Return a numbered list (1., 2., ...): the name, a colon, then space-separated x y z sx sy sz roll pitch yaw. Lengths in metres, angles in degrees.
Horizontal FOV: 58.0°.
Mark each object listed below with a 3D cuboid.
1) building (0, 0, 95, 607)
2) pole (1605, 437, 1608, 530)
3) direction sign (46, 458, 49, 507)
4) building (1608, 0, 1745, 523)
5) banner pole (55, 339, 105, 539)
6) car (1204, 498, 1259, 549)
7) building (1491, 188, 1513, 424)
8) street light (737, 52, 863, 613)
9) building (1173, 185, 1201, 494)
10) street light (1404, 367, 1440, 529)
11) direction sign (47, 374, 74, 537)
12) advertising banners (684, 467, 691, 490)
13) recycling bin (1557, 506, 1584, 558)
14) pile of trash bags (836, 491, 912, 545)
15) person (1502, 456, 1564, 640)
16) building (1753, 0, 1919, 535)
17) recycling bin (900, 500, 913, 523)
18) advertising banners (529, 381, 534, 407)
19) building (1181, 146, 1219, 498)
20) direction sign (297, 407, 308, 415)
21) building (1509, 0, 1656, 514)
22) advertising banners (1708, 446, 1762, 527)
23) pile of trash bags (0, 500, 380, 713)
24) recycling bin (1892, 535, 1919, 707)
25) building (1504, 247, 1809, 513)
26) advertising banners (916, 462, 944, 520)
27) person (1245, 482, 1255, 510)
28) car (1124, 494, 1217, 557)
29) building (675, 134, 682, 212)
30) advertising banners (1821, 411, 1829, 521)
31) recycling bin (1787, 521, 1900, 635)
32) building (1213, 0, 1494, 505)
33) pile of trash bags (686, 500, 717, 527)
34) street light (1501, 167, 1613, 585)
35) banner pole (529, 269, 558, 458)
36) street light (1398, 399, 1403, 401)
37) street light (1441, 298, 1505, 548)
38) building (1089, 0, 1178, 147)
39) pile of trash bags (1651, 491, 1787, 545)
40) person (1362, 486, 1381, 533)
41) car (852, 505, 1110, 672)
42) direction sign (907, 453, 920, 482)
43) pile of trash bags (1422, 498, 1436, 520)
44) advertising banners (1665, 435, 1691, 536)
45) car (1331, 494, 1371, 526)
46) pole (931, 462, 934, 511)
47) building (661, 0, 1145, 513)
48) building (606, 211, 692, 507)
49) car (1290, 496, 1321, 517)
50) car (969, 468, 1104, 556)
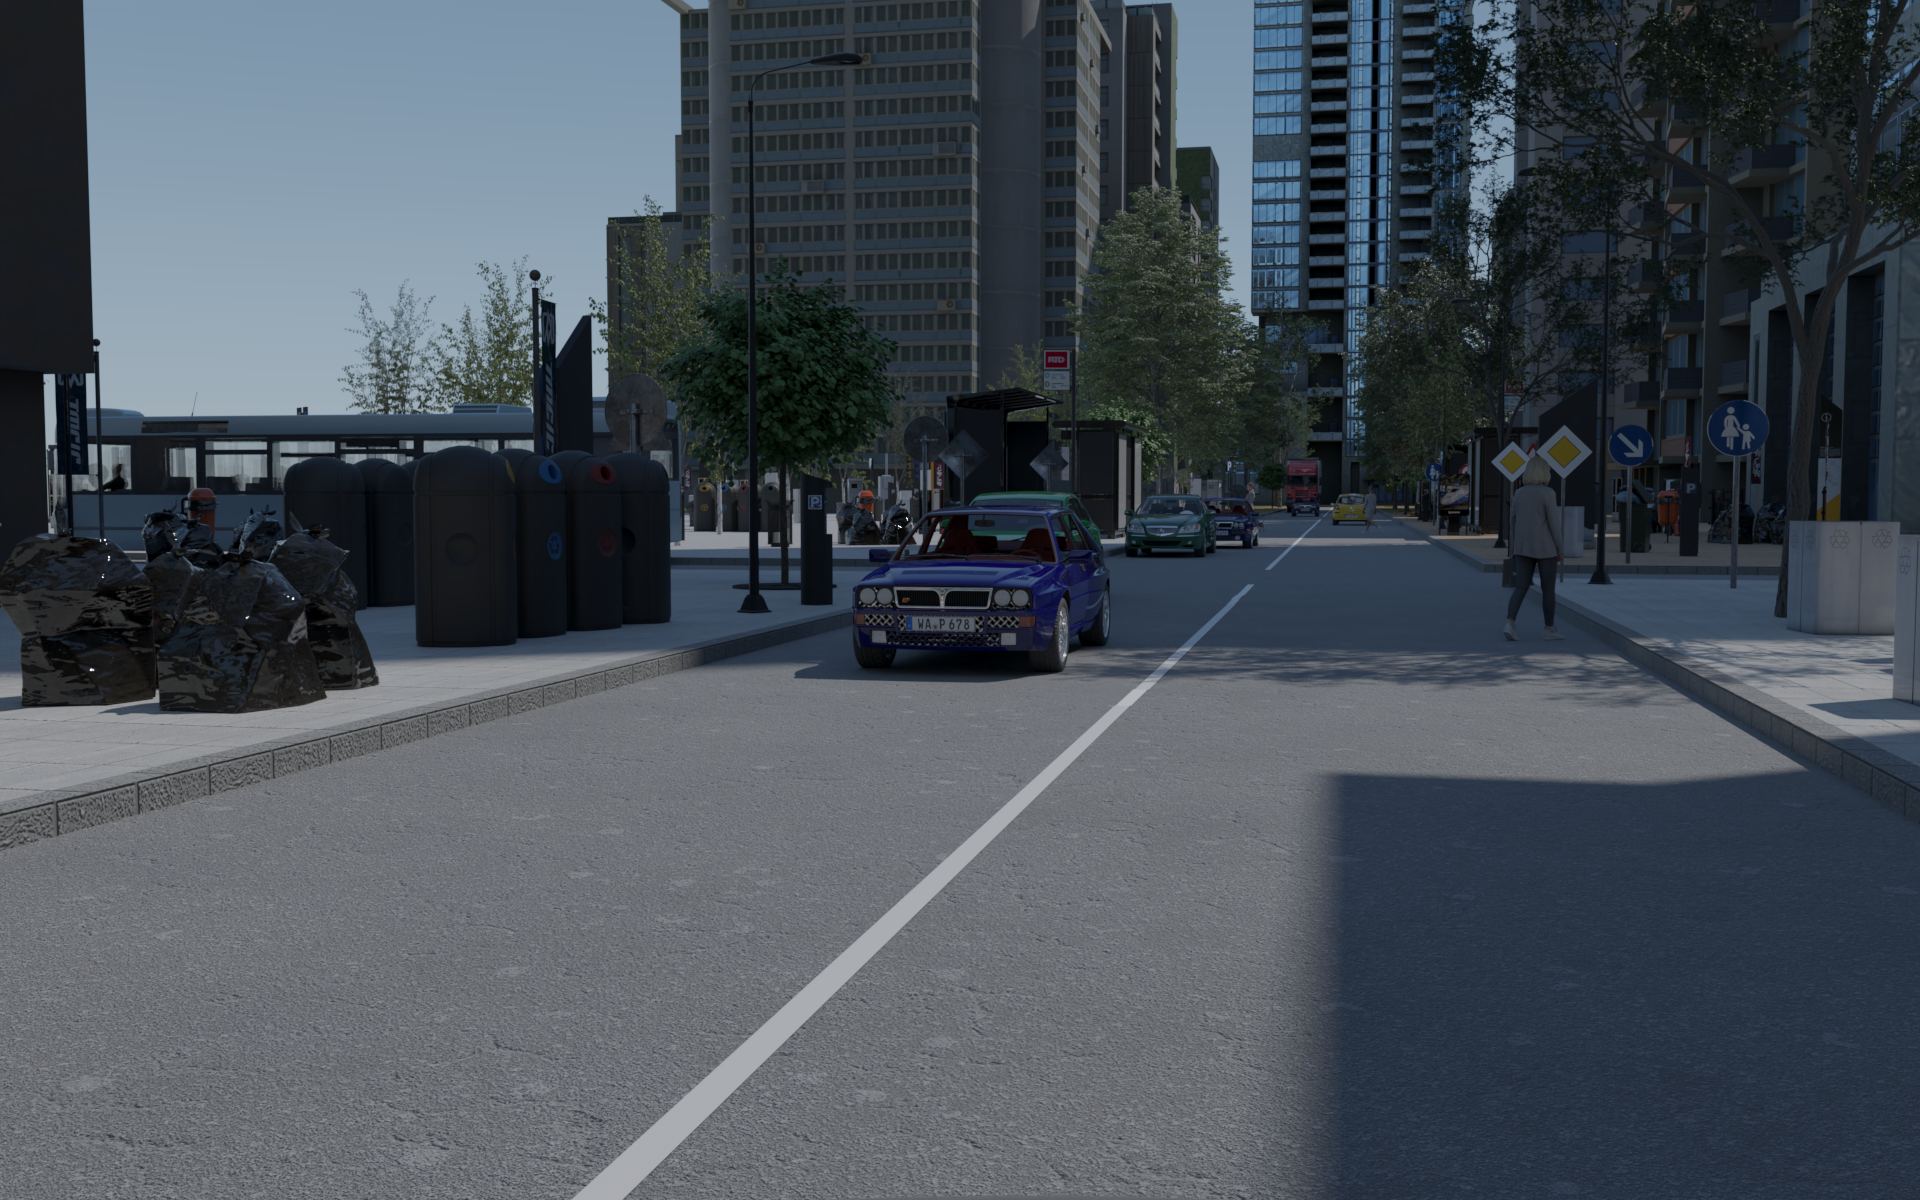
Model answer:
1. building: -18.651 -22.260 14.054 14.200 45.320 14.600 1 4 13
2. pole: 23.171 -4.185 62.272 0.158 3.312 0.155 0 3 0
3. direction sign: -43.172 -5.507 82.033 0.876 3.537 0.379 -1 4 -18
4. building: 44.183 -26.129 81.831 22.147 44.769 28.867 1 4 13
5. banner pole: -14.083 -2.314 27.843 0.863 3.779 0.401 -3 5 -39
6. car: 7.103 -2.086 46.687 1.945 1.354 3.894 1 4 13
7. building: 75.659 -31.400 205.274 23.993 40.220 32.217 1 4 13
8. street light: -1.705 -2.810 18.482 1.470 5.913 1.316 1 4 13
9. building: 16.369 -24.412 170.842 14.107 30.474 14.160 1 4 13
10. street light: 17.090 -5.543 63.170 1.470 5.913 1.316 1 4 13
11. direction sign: -11.600 -1.868 22.538 0.379 3.537 0.876 -2 4 -25
12. advertising banners: -16.906 -7.096 112.206 2.074 3.025 0.090 -1 4 -22
13. recycling bin: 12.173 -1.374 35.019 0.722 1.027 0.722 2 4 31
14. pile of trash bags: -2.276 -2.147 44.858 1.912 1.369 3.447 -1 4 -11
15. person: 5.577 -0.509 17.007 0.728 1.800 0.709 -2 4 -32
16. building: 37.988 -44.664 42.924 31.000 86.520 22.319 1 4 13
17. recycling bin: -2.365 -4.017 78.238 0.722 1.027 0.722 0 4 -2
18. advertising banners: -6.622 -1.942 27.947 0.090 3.025 2.074 0 4 3
19. building: 23.537 -32.066 207.868 14.086 41.232 14.154 1 4 13
20. direction sign: -17.116 -3.252 45.175 0.379 3.537 0.876 -3 4 -37
21. building: 50.350 -35.520 122.759 21.231 58.520 28.212 1 4 13
22. advertising banners: 21.064 -3.103 46.926 2.074 3.025 0.090 -2 4 -26
23. pile of trash bags: -5.526 -0.096 11.317 3.447 1.369 1.912 1 4 17
24. recycling bin: 6.161 0.127 10.472 0.722 1.027 0.722 0 4 8
25. building: 58.237 -51.265 150.857 22.319 86.520 31.000 1 4 13
26. advertising banners: -0.468 -3.615 55.286 2.074 3.025 0.090 -2 4 -28
27. person: 8.886 -2.753 53.779 0.573 1.790 0.520 -1 4 -9
28. car: 5.013 -1.777 40.859 2.131 1.459 4.920 1 4 13
29. building: -22.175 -36.498 220.446 21.600 48.544 21.300 1 4 13
30. advertising banners: 17.970 -2.433 35.968 0.090 3.025 2.074 2 4 28
31. recycling bin: 8.174 -0.214 16.051 0.722 1.027 0.722 0 4 4
32. building: 46.682 -54.551 204.573 31.000 86.520 22.319 1 4 13
33. pile of trash bags: -10.264 -3.611 68.790 3.447 1.369 1.912 2 4 30
34. street light: 8.607 -3.187 24.652 1.470 5.913 1.316 1 4 13
35. banner pole: -4.707 -1.812 19.644 0.401 3.779 0.863 0 4 8
36. street light: 21.927 -6.844 84.442 1.470 5.913 1.316 1 4 13
37. street light: 12.316 -4.194 41.116 1.470 5.913 1.316 1 4 13
38. building: 9.948 -28.007 141.506 14.154 41.232 14.086 1 4 13
39. pile of trash bags: 19.896 -2.154 44.963 3.447 1.369 1.912 1 4 20
40. person: 14.977 -3.289 63.033 0.760 1.731 0.466 2 4 34
41. car: 0.275 -0.166 15.287 1.945 1.354 3.894 1 4 13
42. direction sign: -2.504 -6.137 92.343 0.876 3.537 0.379 3 4 38
43. pile of trash bags: 24.375 -4.741 87.275 1.912 1.369 3.447 2 4 25
44. advertising banners: 21.845 -3.455 52.681 0.090 3.025 2.074 0 4 5
45. car: 18.181 -4.284 80.267 2.015 1.641 3.980 1 4 14
46. pole: -1.108 -4.403 65.835 0.158 3.312 0.155 0 3 0
47. building: -2.996 -26.471 124.687 32.217 40.220 23.993 1 4 13
48. building: -27.534 -25.019 180.758 14.107 30.474 14.160 1 4 13
49. car: 22.109 -6.005 110.760 1.945 1.354 3.894 1 4 12
50. car: 0.836 -0.873 23.068 1.959 1.807 4.718 1 4 12
